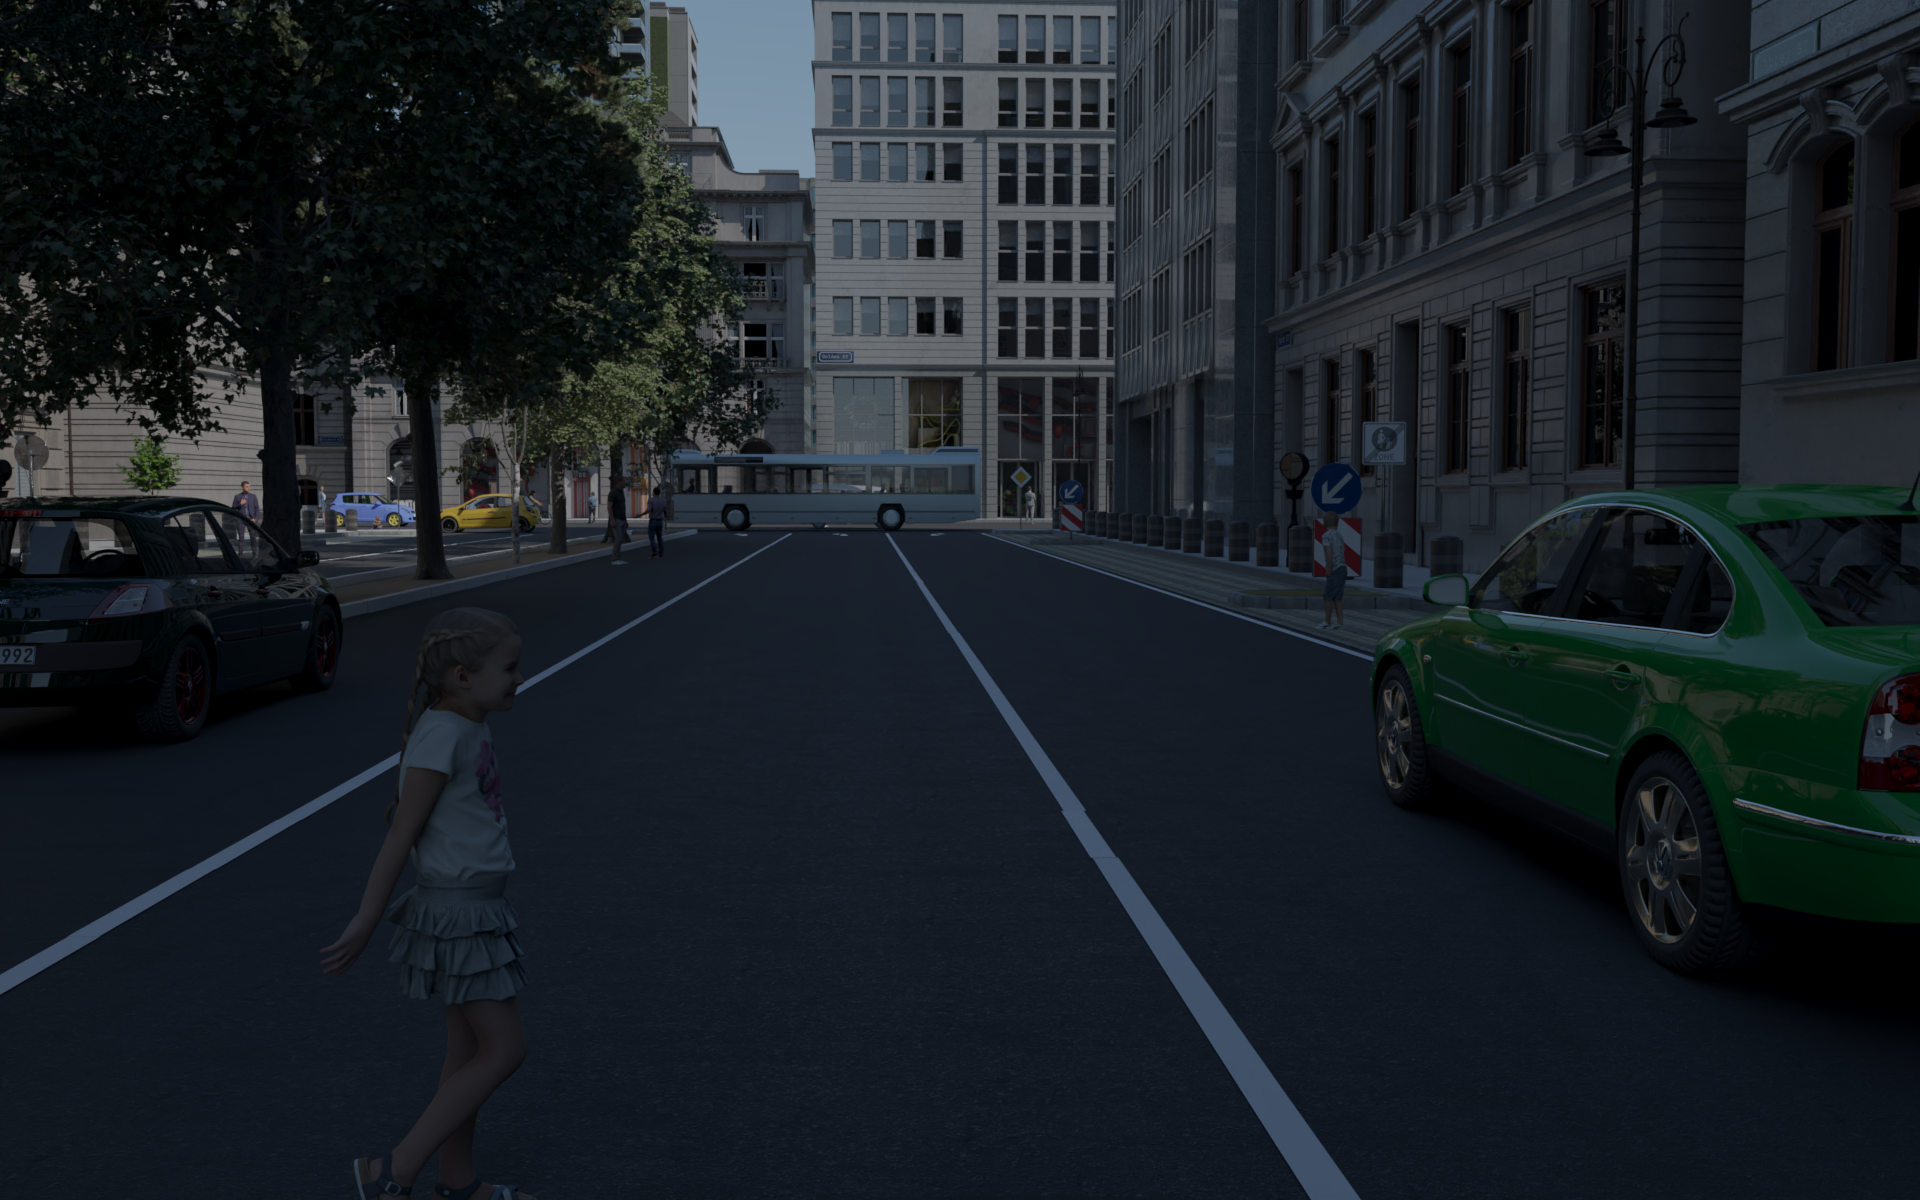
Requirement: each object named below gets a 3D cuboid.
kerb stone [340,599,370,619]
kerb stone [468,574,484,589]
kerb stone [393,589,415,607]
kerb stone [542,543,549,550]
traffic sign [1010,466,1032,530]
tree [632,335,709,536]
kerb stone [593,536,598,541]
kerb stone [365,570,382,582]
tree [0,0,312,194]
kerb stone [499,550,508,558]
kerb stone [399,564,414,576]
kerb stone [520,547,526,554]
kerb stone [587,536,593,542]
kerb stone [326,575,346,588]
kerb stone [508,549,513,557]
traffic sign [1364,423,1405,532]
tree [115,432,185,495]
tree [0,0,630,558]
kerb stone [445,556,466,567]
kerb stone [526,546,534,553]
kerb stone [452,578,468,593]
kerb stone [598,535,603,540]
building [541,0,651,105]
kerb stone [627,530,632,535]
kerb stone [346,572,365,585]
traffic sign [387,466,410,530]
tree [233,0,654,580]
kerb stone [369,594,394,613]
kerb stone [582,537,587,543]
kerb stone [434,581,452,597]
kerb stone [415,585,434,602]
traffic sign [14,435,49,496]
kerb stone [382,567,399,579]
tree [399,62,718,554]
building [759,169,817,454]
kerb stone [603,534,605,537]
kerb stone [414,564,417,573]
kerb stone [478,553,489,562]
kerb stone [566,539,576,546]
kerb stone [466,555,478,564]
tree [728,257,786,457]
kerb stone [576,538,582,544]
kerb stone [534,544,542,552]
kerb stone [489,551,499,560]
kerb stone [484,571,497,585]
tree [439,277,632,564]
[{"bbox_3d":[-7.157,0.116,20.323,0.120,0.150,1.000,0,4,-3],"label":"kerb stone"},{"bbox_3d":[-7.497,-0.263,26.492,0.120,0.150,1.000,0,4,-3],"label":"kerb stone"},{"bbox_3d":[-7.268,-0.008,22.371,0.120,0.150,1.000,0,4,-3],"label":"kerb stone"},{"bbox_3d":[-10.610,-1.324,43.845,0.120,0.150,1.000,0,4,-3],"label":"kerb stone"},{"bbox_3d":[2.185,-3.584,62.248,0.795,2.450,0.064,0,4,-3],"label":"traffic sign"},{"bbox_3d":[-9.901,-6.391,57.316,4.360,8.622,3.978,0,3,0],"label":"tree"},{"bbox_3d":[-11.081,-1.827,52.065,0.120,0.150,1.000,0,4,-3],"label":"kerb stone"},{"bbox_3d":[-9.721,-0.380,28.421,0.120,0.150,1.000,0,4,-3],"label":"kerb stone"},{"bbox_3d":[-8.082,-4.561,11.442,8.767,10.594,7.601,0,4,-3],"label":"tree"},{"bbox_3d":[-10.316,-1.010,38.715,0.120,0.150,1.000,0,4,-3],"label":"kerb stone"},{"bbox_3d":[-9.842,-0.506,30.469,0.120,0.150,1.000,0,4,-3],"label":"kerb stone"},{"bbox_3d":[-10.433,-1.133,40.762,0.120,0.150,1.000,0,4,-3],"label":"kerb stone"},{"bbox_3d":[-11.040,-1.757,51.031,0.120,0.150,1.000,0,4,-3],"label":"kerb stone"},{"bbox_3d":[-9.604,-0.251,26.374,0.120,0.150,1.000,0,4,-3],"label":"kerb stone"},{"bbox_3d":[-10.370,-1.073,39.739,0.120,0.150,1.000,0,4,-3],"label":"kerb stone"},{"bbox_3d":[6.014,-1.376,24.626,0.606,2.300,0.079,0,4,2],"label":"traffic sign"},{"bbox_3d":[-21.863,-3.180,46.601,1.663,3.219,1.824,0,3,0],"label":"tree"},{"bbox_3d":[-7.978,-6.154,20.088,9.611,12.733,9.660,0,3,0],"label":"tree"},{"bbox_3d":[-10.085,-0.759,34.597,0.120,0.150,1.000,0,4,-3],"label":"kerb stone"},{"bbox_3d":[-10.492,-1.198,41.786,0.120,0.150,1.000,0,4,-3],"label":"kerb stone"},{"bbox_3d":[-7.447,-0.200,25.467,0.120,0.150,1.000,0,4,-3],"label":"kerb stone"},{"bbox_3d":[-11.147,-1.890,53.094,0.120,0.150,1.000,0,4,-3],"label":"kerb stone"},{"bbox_3d":[-40.506,-52.224,166.533,22.319,86.520,31.000,0,4,-3],"label":"building"},{"bbox_3d":[-11.617,-2.393,61.325,0.120,0.150,1.000,0,4,-3],"label":"kerb stone"},{"bbox_3d":[-9.662,-0.318,27.398,0.120,0.150,1.000,0,4,-3],"label":"kerb stone"},{"bbox_3d":[-19.774,-3.509,61.008,0.795,2.450,0.064,0,4,-3],"label":"traffic sign"},{"bbox_3d":[-9.075,-7.275,28.830,7.806,13.903,7.818,0,3,0],"label":"tree"},{"bbox_3d":[-7.204,0.052,21.348,0.120,0.150,1.000,0,4,-3],"label":"kerb stone"},{"bbox_3d":[-10.971,-1.701,50.000,0.120,0.150,1.000,0,4,-3],"label":"kerb stone"},{"bbox_3d":[-7.387,-0.134,24.438,0.120,0.150,1.000,0,4,-3],"label":"kerb stone"},{"bbox_3d":[-7.332,-0.074,23.404,0.120,0.150,1.000,0,4,-3],"label":"kerb stone"},{"bbox_3d":[-20.122,-2.290,37.546,0.768,2.556,0.104,0,4,2],"label":"traffic sign"},{"bbox_3d":[-9.779,-0.442,29.445,0.120,0.150,1.000,0,4,-3],"label":"kerb stone"},{"bbox_3d":[-9.733,-7.394,41.475,7.486,12.596,7.792,0,3,0],"label":"tree"},{"bbox_3d":[-26.825,-39.061,258.247,30.456,49.044,23.786,0,4,-3],"label":"building"},{"bbox_3d":[-11.195,-1.950,54.128,0.120,0.150,1.000,0,4,-3],"label":"kerb stone"},{"bbox_3d":[-9.908,-0.569,31.504,0.120,0.150,1.000,0,4,-3],"label":"kerb stone"},{"bbox_3d":[-10.199,-0.880,36.647,0.120,0.150,1.000,0,4,-3],"label":"kerb stone"},{"bbox_3d":[-10.844,-1.574,47.943,0.120,0.150,1.000,0,4,-3],"label":"kerb stone"},{"bbox_3d":[-10.137,-0.818,35.622,0.120,0.150,1.000,0,4,-3],"label":"kerb stone"},{"bbox_3d":[-9.988,-7.990,50.102,9.611,12.733,9.660,0,3,0],"label":"tree"},{"bbox_3d":[-10.910,-1.638,48.976,0.120,0.150,1.000,0,4,-3],"label":"kerb stone"},{"bbox_3d":[-10.556,-1.255,42.810,0.120,0.150,1.000,0,4,-3],"label":"kerb stone"},{"bbox_3d":[-10.254,-0.945,37.677,0.120,0.150,1.000,0,4,-3],"label":"kerb stone"},{"bbox_3d":[-7.567,-0.326,27.529,0.120,0.150,1.000,0,4,-3],"label":"kerb stone"},{"bbox_3d":[-9.117,-5.054,35.448,4.360,8.622,3.978,0,3,0],"label":"tree"}]
